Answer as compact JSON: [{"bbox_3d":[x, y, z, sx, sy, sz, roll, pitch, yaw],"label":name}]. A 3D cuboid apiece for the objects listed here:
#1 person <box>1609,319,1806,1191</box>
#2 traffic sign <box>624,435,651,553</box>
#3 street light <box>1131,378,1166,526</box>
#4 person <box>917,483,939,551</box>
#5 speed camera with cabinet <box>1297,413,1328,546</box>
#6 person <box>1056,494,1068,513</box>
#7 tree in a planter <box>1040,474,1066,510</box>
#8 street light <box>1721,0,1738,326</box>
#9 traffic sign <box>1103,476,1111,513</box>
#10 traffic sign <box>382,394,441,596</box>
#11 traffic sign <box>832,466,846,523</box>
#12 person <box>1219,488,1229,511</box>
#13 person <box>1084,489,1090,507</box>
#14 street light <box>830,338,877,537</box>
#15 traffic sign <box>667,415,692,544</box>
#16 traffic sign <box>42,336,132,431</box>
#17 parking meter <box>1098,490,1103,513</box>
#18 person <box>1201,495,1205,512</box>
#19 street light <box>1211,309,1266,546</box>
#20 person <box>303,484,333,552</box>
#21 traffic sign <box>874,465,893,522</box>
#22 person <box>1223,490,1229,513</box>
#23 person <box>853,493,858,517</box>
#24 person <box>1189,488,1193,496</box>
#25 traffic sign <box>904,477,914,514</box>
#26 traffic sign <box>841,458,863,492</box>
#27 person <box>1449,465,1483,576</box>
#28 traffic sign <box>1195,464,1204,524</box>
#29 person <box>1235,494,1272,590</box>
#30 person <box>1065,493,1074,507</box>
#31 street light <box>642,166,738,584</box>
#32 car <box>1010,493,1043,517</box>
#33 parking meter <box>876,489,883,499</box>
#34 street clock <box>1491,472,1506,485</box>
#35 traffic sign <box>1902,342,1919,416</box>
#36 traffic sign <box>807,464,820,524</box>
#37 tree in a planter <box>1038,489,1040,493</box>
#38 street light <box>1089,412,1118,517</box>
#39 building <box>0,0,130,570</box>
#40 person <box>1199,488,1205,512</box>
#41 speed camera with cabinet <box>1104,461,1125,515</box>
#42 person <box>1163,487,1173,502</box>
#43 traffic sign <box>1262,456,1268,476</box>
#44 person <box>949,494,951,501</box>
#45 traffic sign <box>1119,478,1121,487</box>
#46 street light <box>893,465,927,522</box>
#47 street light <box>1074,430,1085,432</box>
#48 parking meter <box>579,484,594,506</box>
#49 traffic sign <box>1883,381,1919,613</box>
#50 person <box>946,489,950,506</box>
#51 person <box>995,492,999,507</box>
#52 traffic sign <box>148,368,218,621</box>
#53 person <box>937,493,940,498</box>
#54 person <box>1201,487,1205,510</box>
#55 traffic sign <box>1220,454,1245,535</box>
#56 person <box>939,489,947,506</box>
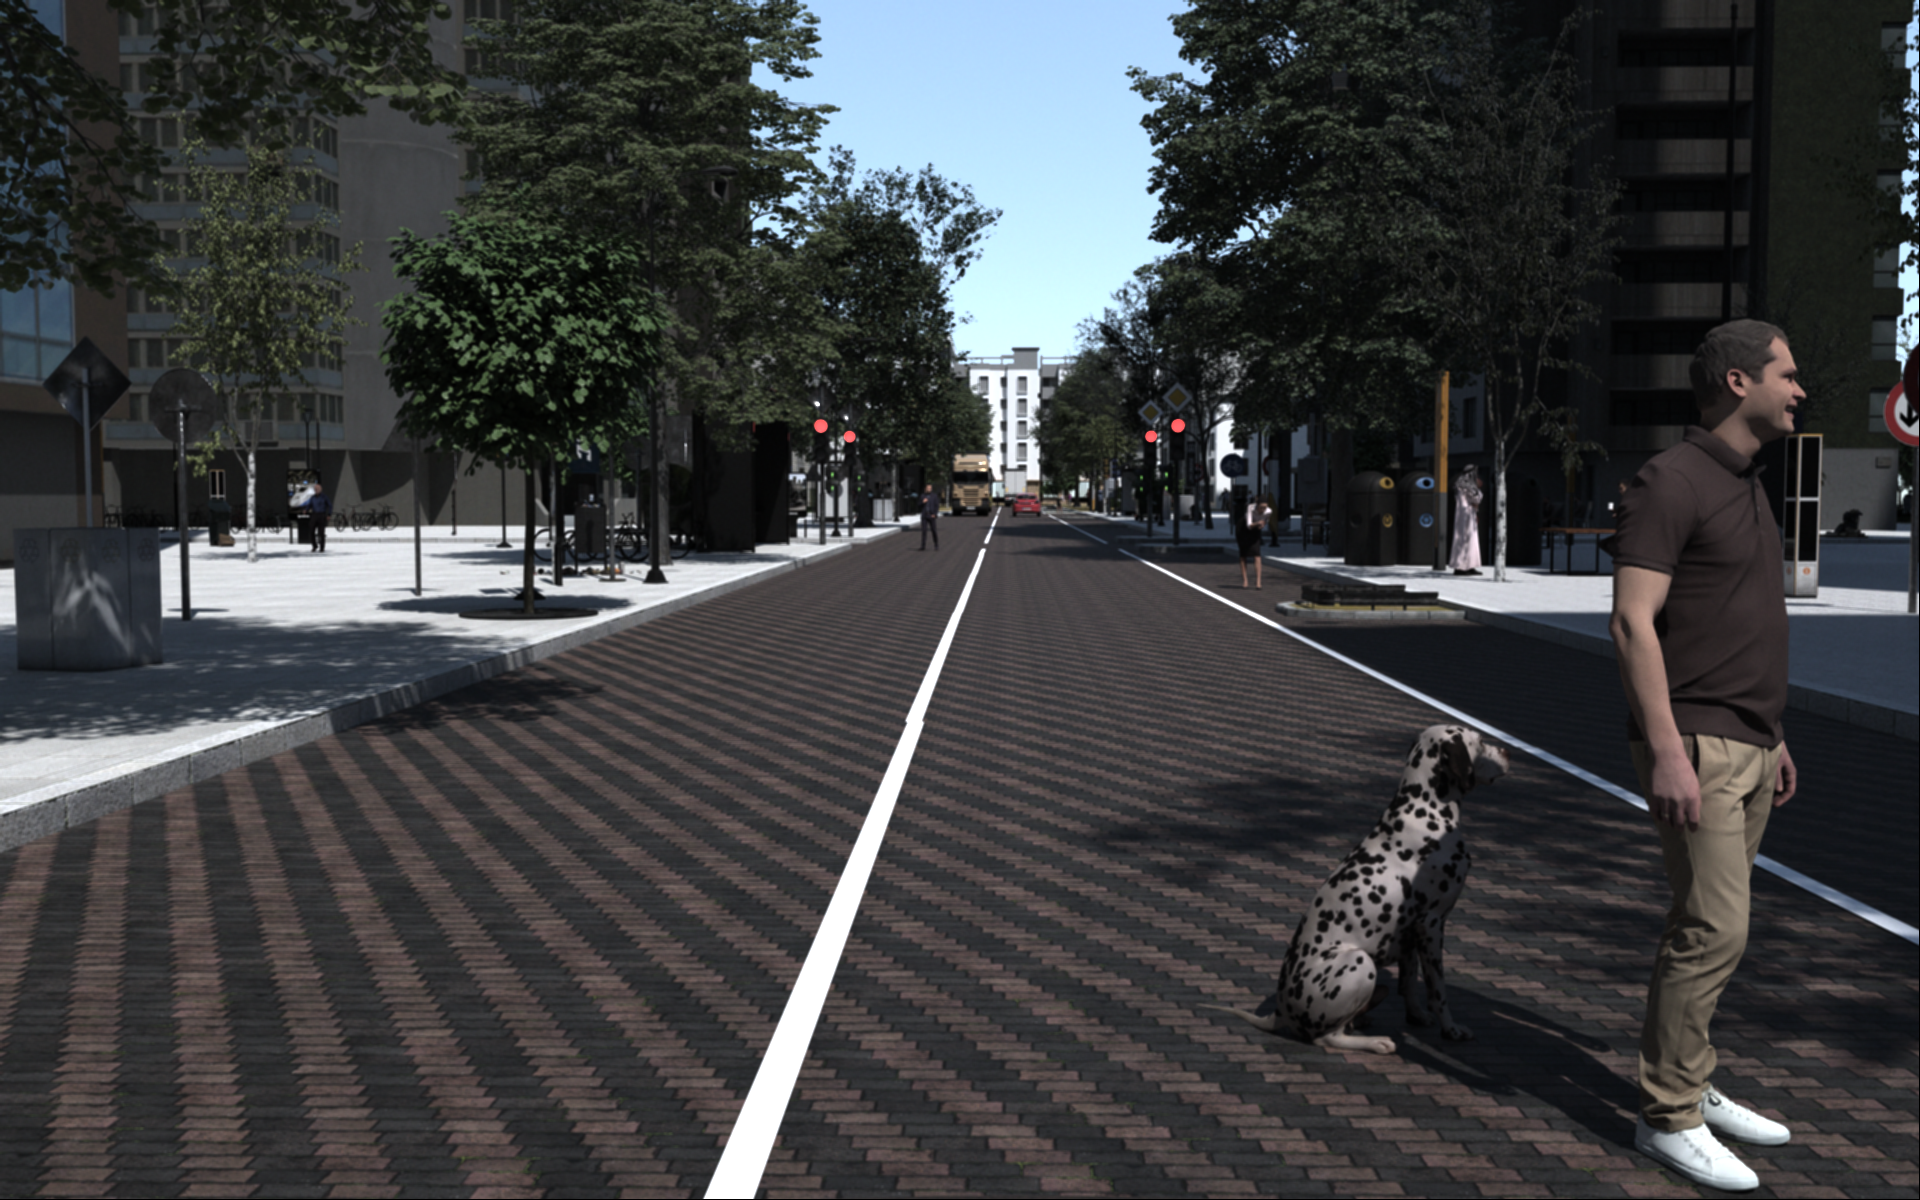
[{"bbox_3d":[1.659,0.297,3.770,0.598,1.807,0.434,-2,4,-34],"label":"person"},{"bbox_3d":[-6.959,-2.286,37.488,0.768,2.556,0.104,0,4,3],"label":"traffic sign"},{"bbox_3d":[7.544,-5.924,69.400,1.470,5.913,1.316,0,4,2],"label":"street light"},{"bbox_3d":[-0.802,-2.106,43.861,0.541,1.710,0.530,1,4,23],"label":"person"},{"bbox_3d":[9.307,-2.934,42.313,2.038,3.252,0.660,1,4,19],"label":"speed camera with cabinet"},{"bbox_3d":[7.612,-7.205,129.496,0.799,1.438,0.628,-2,4,-30],"label":"person"},{"bbox_3d":[8.329,-9.538,153.173,1.991,3.239,1.994,0,4,2],"label":"tree in a planter"},{"bbox_3d":[6.083,-2.596,14.986,1.470,5.913,1.316,0,4,2],"label":"street light"},{"bbox_3d":[9.361,-6.603,107.966,0.884,2.594,0.081,0,4,2],"label":"traffic sign"},{"bbox_3d":[-6.805,-1.327,21.698,0.884,2.594,0.081,0,4,2],"label":"traffic sign"},{"bbox_3d":[-5.416,-4.682,76.649,0.768,2.556,0.104,0,4,6],"label":"traffic sign"},{"bbox_3d":[20.591,-7.809,134.277,0.990,1.755,0.434,1,4,9],"label":"person"},{"bbox_3d":[13.138,-10.481,177.372,0.705,1.831,1.348,-2,4,-30],"label":"person"},{"bbox_3d":[-3.165,-4.839,51.652,1.470,5.913,1.316,0,4,2],"label":"street light"},{"bbox_3d":[-6.757,-3.108,44.687,2.265,3.308,0.079,0,4,5],"label":"traffic sign"},{"bbox_3d":[-7.303,-0.904,14.516,0.795,2.593,0.064,0,4,6],"label":"traffic sign"},{"bbox_3d":[9.503,-6.640,116.982,0.372,1.533,0.369,0,3,0],"label":"parking meter"},{"bbox_3d":[16.828,-6.696,118.762,0.726,1.435,0.776,1,4,13],"label":"person"},{"bbox_3d":[6.936,-4.320,43.169,1.470,5.913,1.316,0,4,2],"label":"street light"},{"bbox_3d":[-14.214,-1.799,38.152,0.574,1.496,0.600,2,4,28],"label":"person"},{"bbox_3d":[-3.462,-4.785,78.230,0.884,2.594,0.081,0,4,5],"label":"traffic sign"},{"bbox_3d":[18.388,-6.799,119.267,0.516,1.574,0.319,0,4,4],"label":"person"},{"bbox_3d":[-5.923,-5.647,98.812,0.568,1.767,0.683,2,4,26],"label":"person"},{"bbox_3d":[18.557,-8.156,139.918,0.617,1.759,0.750,-3,5,-40],"label":"person"},{"bbox_3d":[-3.118,-6.352,105.989,0.606,2.300,0.079,1,4,9],"label":"traffic sign"},{"bbox_3d":[-3.669,-3.585,58.725,0.768,2.556,0.104,0,4,2],"label":"traffic sign"},{"bbox_3d":[7.983,-1.252,27.186,0.621,1.740,0.551,0,4,-5],"label":"person"},{"bbox_3d":[9.931,-4.452,72.891,0.768,2.556,0.104,1,4,10],"label":"traffic sign"},{"bbox_3d":[4.409,-0.872,25.940,0.628,1.438,0.799,-3,5,-43],"label":"person"},{"bbox_3d":[11.241,-10.274,177.240,0.991,1.433,0.599,1,4,17],"label":"person"},{"bbox_3d":[-3.842,-3.192,24.730,1.470,5.913,1.316,0,4,2],"label":"street light"},{"bbox_3d":[4.260,-6.216,110.675,2.155,1.783,4.494,0,4,2],"label":"car"},{"bbox_3d":[-4.115,-4.934,89.084,0.372,1.533,0.369,0,3,0],"label":"parking meter"},{"bbox_3d":[16.867,-3.036,54.212,0.471,2.002,0.358,-1,4,-15],"label":"street clock"},{"bbox_3d":[7.630,-0.812,13.377,0.768,2.556,0.104,0,4,5],"label":"traffic sign"},{"bbox_3d":[-6.227,-4.489,73.392,0.884,2.594,0.081,1,4,9],"label":"traffic sign"},{"bbox_3d":[9.057,-11.186,180.107,1.991,3.239,1.994,0,4,2],"label":"tree in a planter"},{"bbox_3d":[8.228,-7.656,97.721,1.470,5.913,1.316,0,4,2],"label":"street light"},{"bbox_3d":[-23.086,-22.933,25.073,14.200,45.320,14.600,0,4,2],"label":"building"},{"bbox_3d":[17.437,-7.178,124.122,0.841,1.734,0.376,0,4,8],"label":"person"},{"bbox_3d":[9.747,-6.753,104.752,2.038,3.252,0.660,-1,4,-9],"label":"speed camera with cabinet"},{"bbox_3d":[13.035,-6.301,109.614,0.990,1.755,0.434,0,4,-3],"label":"person"},{"bbox_3d":[9.900,-3.332,54.582,0.768,2.556,0.104,0,4,7],"label":"traffic sign"},{"bbox_3d":[-1.127,-11.312,194.228,0.697,1.427,0.421,-1,4,-12],"label":"person"},{"bbox_3d":[10.185,-6.466,107.852,0.606,2.300,0.079,1,4,9],"label":"traffic sign"},{"bbox_3d":[-2.390,-6.562,79.837,1.470,5.913,1.316,0,4,2],"label":"street light"},{"bbox_3d":[9.004,-9.380,125.905,1.470,5.913,1.316,0,4,2],"label":"street light"},{"bbox_3d":[-9.436,-2.163,43.773,0.372,1.533,0.369,0,3,0],"label":"parking meter"},{"bbox_3d":[10.268,-1.131,18.597,0.768,2.556,0.104,0,4,5],"label":"traffic sign"},{"bbox_3d":[-1.231,-10.587,179.104,0.705,1.831,1.348,-1,4,-12],"label":"person"},{"bbox_3d":[4.251,-11.521,197.804,0.436,1.711,0.756,0,4,-4],"label":"person"},{"bbox_3d":[-7.858,-1.065,17.513,0.768,2.556,0.104,1,4,10],"label":"traffic sign"},{"bbox_3d":[-2.433,-11.076,190.331,0.799,1.438,0.628,2,4,27],"label":"person"},{"bbox_3d":[19.714,-8.206,140.173,0.705,1.831,1.348,1,4,13],"label":"person"},{"bbox_3d":[8.589,-3.337,54.664,0.768,2.556,0.104,1,4,8],"label":"traffic sign"},{"bbox_3d":[-1.813,-10.863,183.739,1.348,1.812,0.705,2,4,34],"label":"person"}]
